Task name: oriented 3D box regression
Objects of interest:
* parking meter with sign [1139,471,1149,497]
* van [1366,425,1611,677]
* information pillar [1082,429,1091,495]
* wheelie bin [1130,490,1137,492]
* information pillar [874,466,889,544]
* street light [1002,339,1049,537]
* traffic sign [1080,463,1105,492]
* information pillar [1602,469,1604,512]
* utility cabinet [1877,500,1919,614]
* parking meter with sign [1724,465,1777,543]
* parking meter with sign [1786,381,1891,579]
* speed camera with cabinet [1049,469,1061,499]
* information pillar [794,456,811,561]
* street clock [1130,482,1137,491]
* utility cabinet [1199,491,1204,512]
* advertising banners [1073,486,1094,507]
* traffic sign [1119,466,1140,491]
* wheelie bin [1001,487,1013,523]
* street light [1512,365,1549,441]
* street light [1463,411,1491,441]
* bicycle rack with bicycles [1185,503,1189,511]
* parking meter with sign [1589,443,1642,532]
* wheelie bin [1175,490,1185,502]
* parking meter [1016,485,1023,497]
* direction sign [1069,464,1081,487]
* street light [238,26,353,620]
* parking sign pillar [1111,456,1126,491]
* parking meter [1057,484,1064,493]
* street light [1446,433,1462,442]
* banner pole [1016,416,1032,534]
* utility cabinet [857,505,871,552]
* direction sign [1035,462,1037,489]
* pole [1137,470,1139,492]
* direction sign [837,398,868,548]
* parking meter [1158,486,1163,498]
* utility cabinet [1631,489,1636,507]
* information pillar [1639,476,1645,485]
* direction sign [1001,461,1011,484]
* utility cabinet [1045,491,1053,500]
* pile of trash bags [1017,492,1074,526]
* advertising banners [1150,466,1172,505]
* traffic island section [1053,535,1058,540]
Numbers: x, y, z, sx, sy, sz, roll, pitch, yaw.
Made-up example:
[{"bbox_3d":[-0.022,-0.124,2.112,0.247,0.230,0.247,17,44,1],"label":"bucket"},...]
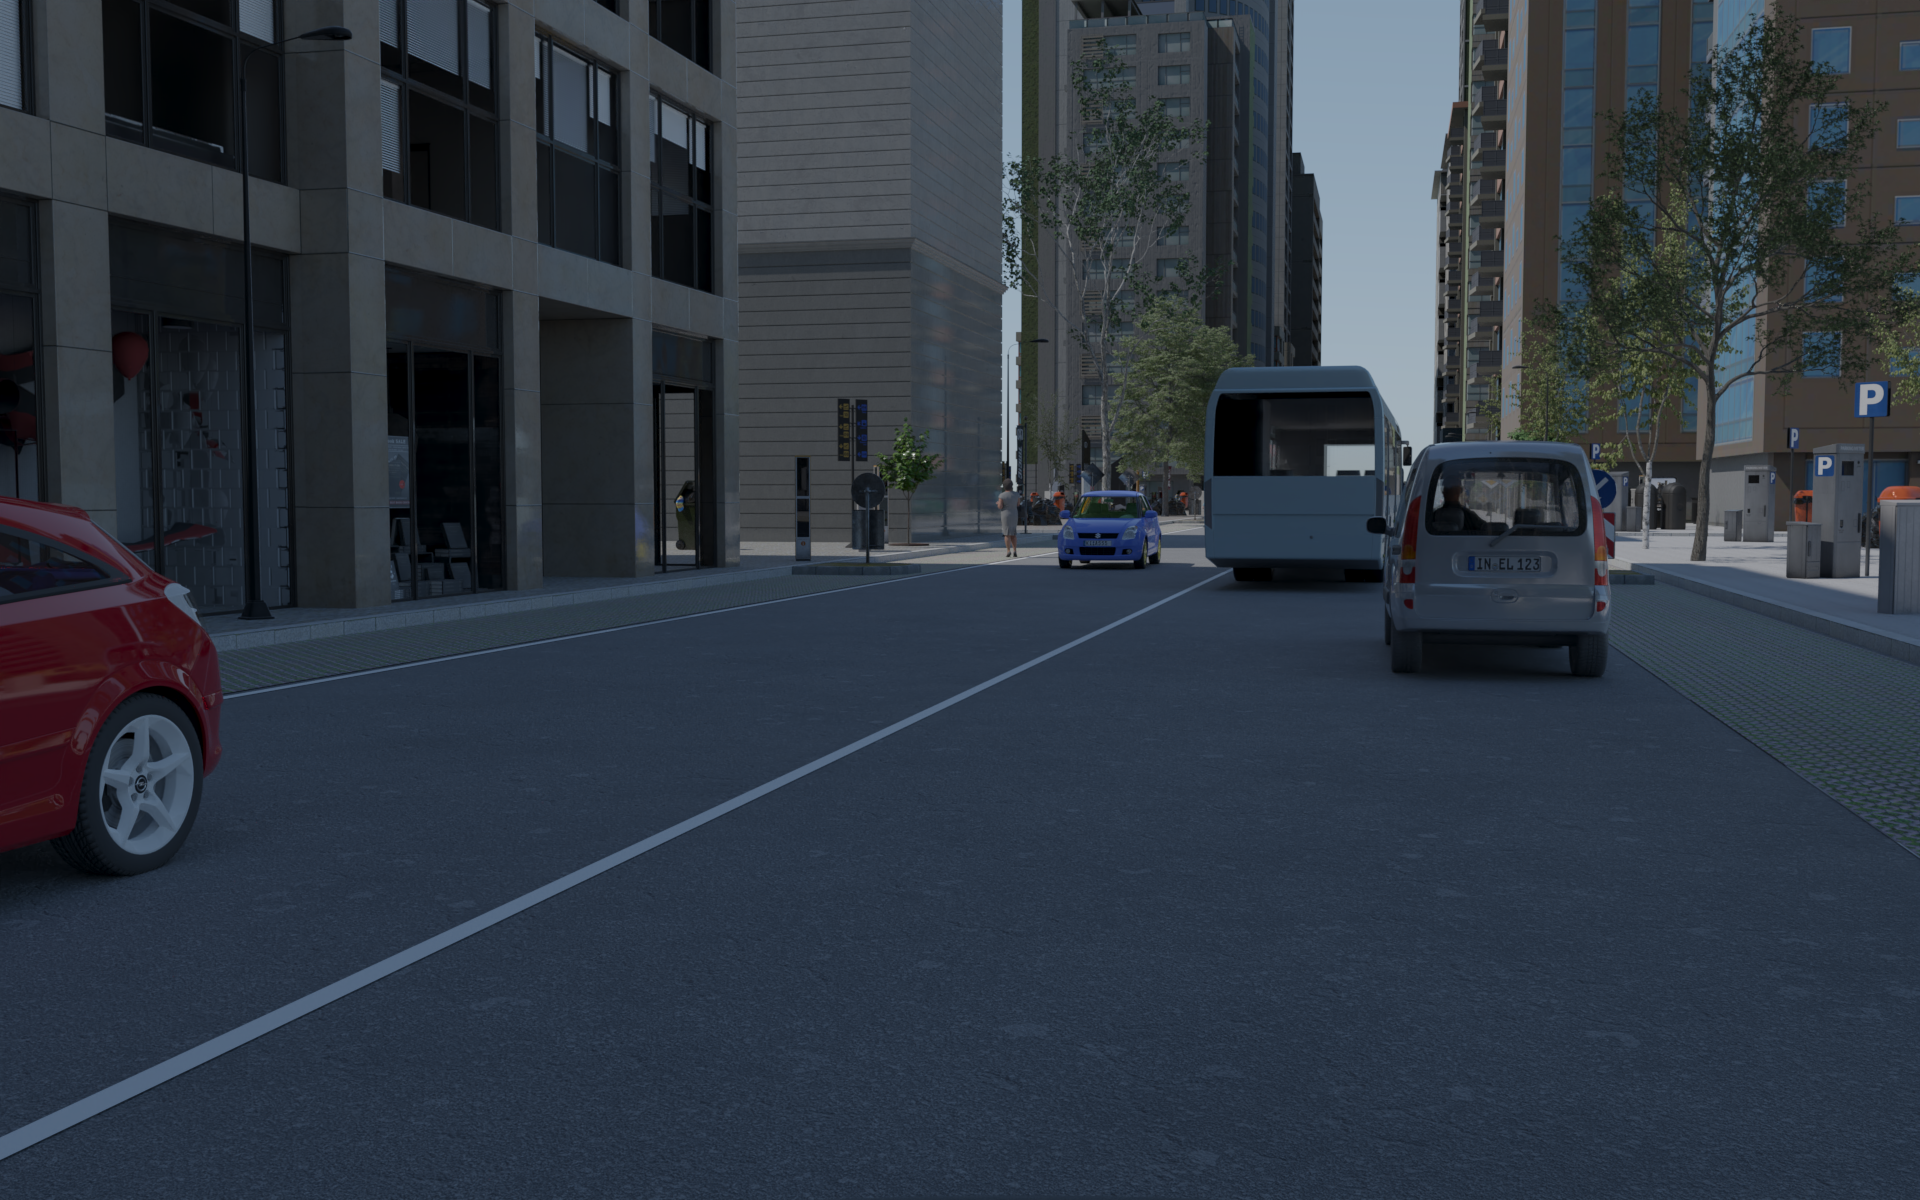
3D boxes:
[{"bbox_3d":[13.960,-8.321,132.305,0.543,3.016,1.738,1,4,22],"label":"parking meter with sign"},{"bbox_3d":[4.570,-0.493,15.072,2.013,2.044,4.112,1,4,13],"label":"van"},{"bbox_3d":[4.556,-4.364,62.712,0.183,3.616,0.504,2,4,35],"label":"information pillar"},{"bbox_3d":[12.390,-7.075,123.579,0.980,1.594,0.693,2,4,35],"label":"wheelie bin"},{"bbox_3d":[-2.032,-2.464,44.770,0.304,2.012,0.304,-2,4,-25],"label":"information pillar"},{"bbox_3d":[1.970,-4.861,52.021,1.470,5.913,1.316,1,4,14],"label":"street light"},{"bbox_3d":[4.216,-3.153,55.191,0.795,2.450,0.064,1,4,14],"label":"traffic sign"},{"bbox_3d":[18.460,-2.789,50.095,0.304,2.012,0.304,2,4,28],"label":"information pillar"},{"bbox_3d":[10.426,-0.454,18.584,1.020,1.237,0.306,0,4,-5],"label":"utility cabinet"},{"bbox_3d":[21.306,-3.051,46.141,0.543,3.016,1.738,-3,5,-42],"label":"parking meter with sign"},{"bbox_3d":[13.442,-1.854,26.570,1.738,3.016,0.543,-2,4,-28],"label":"parking meter with sign"},{"bbox_3d":[7.043,-8.158,127.716,0.660,3.252,2.038,1,4,13],"label":"speed camera with cabinet"},{"bbox_3d":[-3.014,-1.757,33.221,0.304,2.012,0.304,0,4,-7],"label":"information pillar"},{"bbox_3d":[8.982,-5.214,89.823,0.358,2.002,0.471,-1,4,-13],"label":"street clock"},{"bbox_3d":[17.805,-7.139,125.401,0.318,1.500,1.173,-3,5,-39],"label":"utility cabinet"},{"bbox_3d":[8.181,-7.216,114.161,0.090,3.025,2.074,-3,5,-41],"label":"advertising banners"},{"bbox_3d":[6.149,-3.627,62.940,0.795,2.450,0.064,1,4,14],"label":"traffic sign"},{"bbox_3d":[2.035,-4.263,77.606,0.980,1.594,0.693,1,4,10],"label":"wheelie bin"},{"bbox_3d":[20.600,-5.503,62.511,1.470,5.913,1.316,1,4,14],"label":"street light"},{"bbox_3d":[29.170,-7.626,97.223,1.470,5.913,1.316,1,4,14],"label":"street light"},{"bbox_3d":[17.410,-7.080,129.146,2.925,0.926,2.852,0,4,-3],"label":"bicycle rack with bicycles"},{"bbox_3d":[22.398,-3.844,59.111,0.543,3.016,1.738,-3,5,-39],"label":"parking meter with sign"},{"bbox_3d":[17.577,-7.930,137.561,0.980,1.594,0.693,-2,4,-30],"label":"wheelie bin"},{"bbox_3d":[3.696,-6.235,107.645,0.399,1.863,0.255,-1,4,-13],"label":"parking meter"},{"bbox_3d":[8.628,-8.434,129.885,0.876,3.537,0.379,0,4,7],"label":"direction sign"},{"bbox_3d":[-6.708,-2.749,17.483,1.470,5.913,1.316,1,4,14],"label":"street light"},{"bbox_3d":[10.503,-7.836,116.583,1.447,3.967,1.447,0,4,0],"label":"parking sign pillar"},{"bbox_3d":[6.038,-5.998,103.774,0.399,1.863,0.255,-1,4,-22],"label":"parking meter"},{"bbox_3d":[39.336,-10.114,137.907,1.470,5.913,1.316,1,4,14],"label":"street light"},{"bbox_3d":[2.001,-4.007,55.539,0.401,3.779,0.863,2,4,30],"label":"banner pole"},{"bbox_3d":[-2.164,-1.692,38.831,0.306,1.237,1.020,0,4,-5],"label":"utility cabinet"},{"bbox_3d":[5.411,-8.028,123.253,0.379,3.537,0.876,0,4,6],"label":"direction sign"},{"bbox_3d":[12.232,-7.659,119.069,0.158,3.312,0.155,0,3,0],"label":"pole"},{"bbox_3d":[-2.558,-3.017,41.327,0.876,3.537,0.379,-3,5,-41],"label":"direction sign"},{"bbox_3d":[14.673,-7.399,126.687,0.399,1.863,0.255,1,4,18],"label":"parking meter"},{"bbox_3d":[28.931,-4.041,74.749,1.173,1.500,0.318,2,4,34],"label":"utility cabinet"},{"bbox_3d":[27.333,-3.956,69.174,0.304,2.012,0.304,-1,4,-19],"label":"information pillar"},{"bbox_3d":[3.104,-7.748,118.676,0.379,3.537,0.876,2,4,33],"label":"direction sign"},{"bbox_3d":[6.858,-7.384,129.407,0.318,1.500,1.173,-3,5,-44],"label":"utility cabinet"},{"bbox_3d":[3.395,-3.768,71.352,1.912,1.369,3.447,2,4,31],"label":"pile of trash bags"},{"bbox_3d":[12.459,-6.789,107.190,2.074,3.025,0.090,-3,5,-45],"label":"advertising banners"},{"bbox_3d":[4.191,-2.017,55.259,2.009,0.180,2.903,1,4,14],"label":"traffic island section"}]
